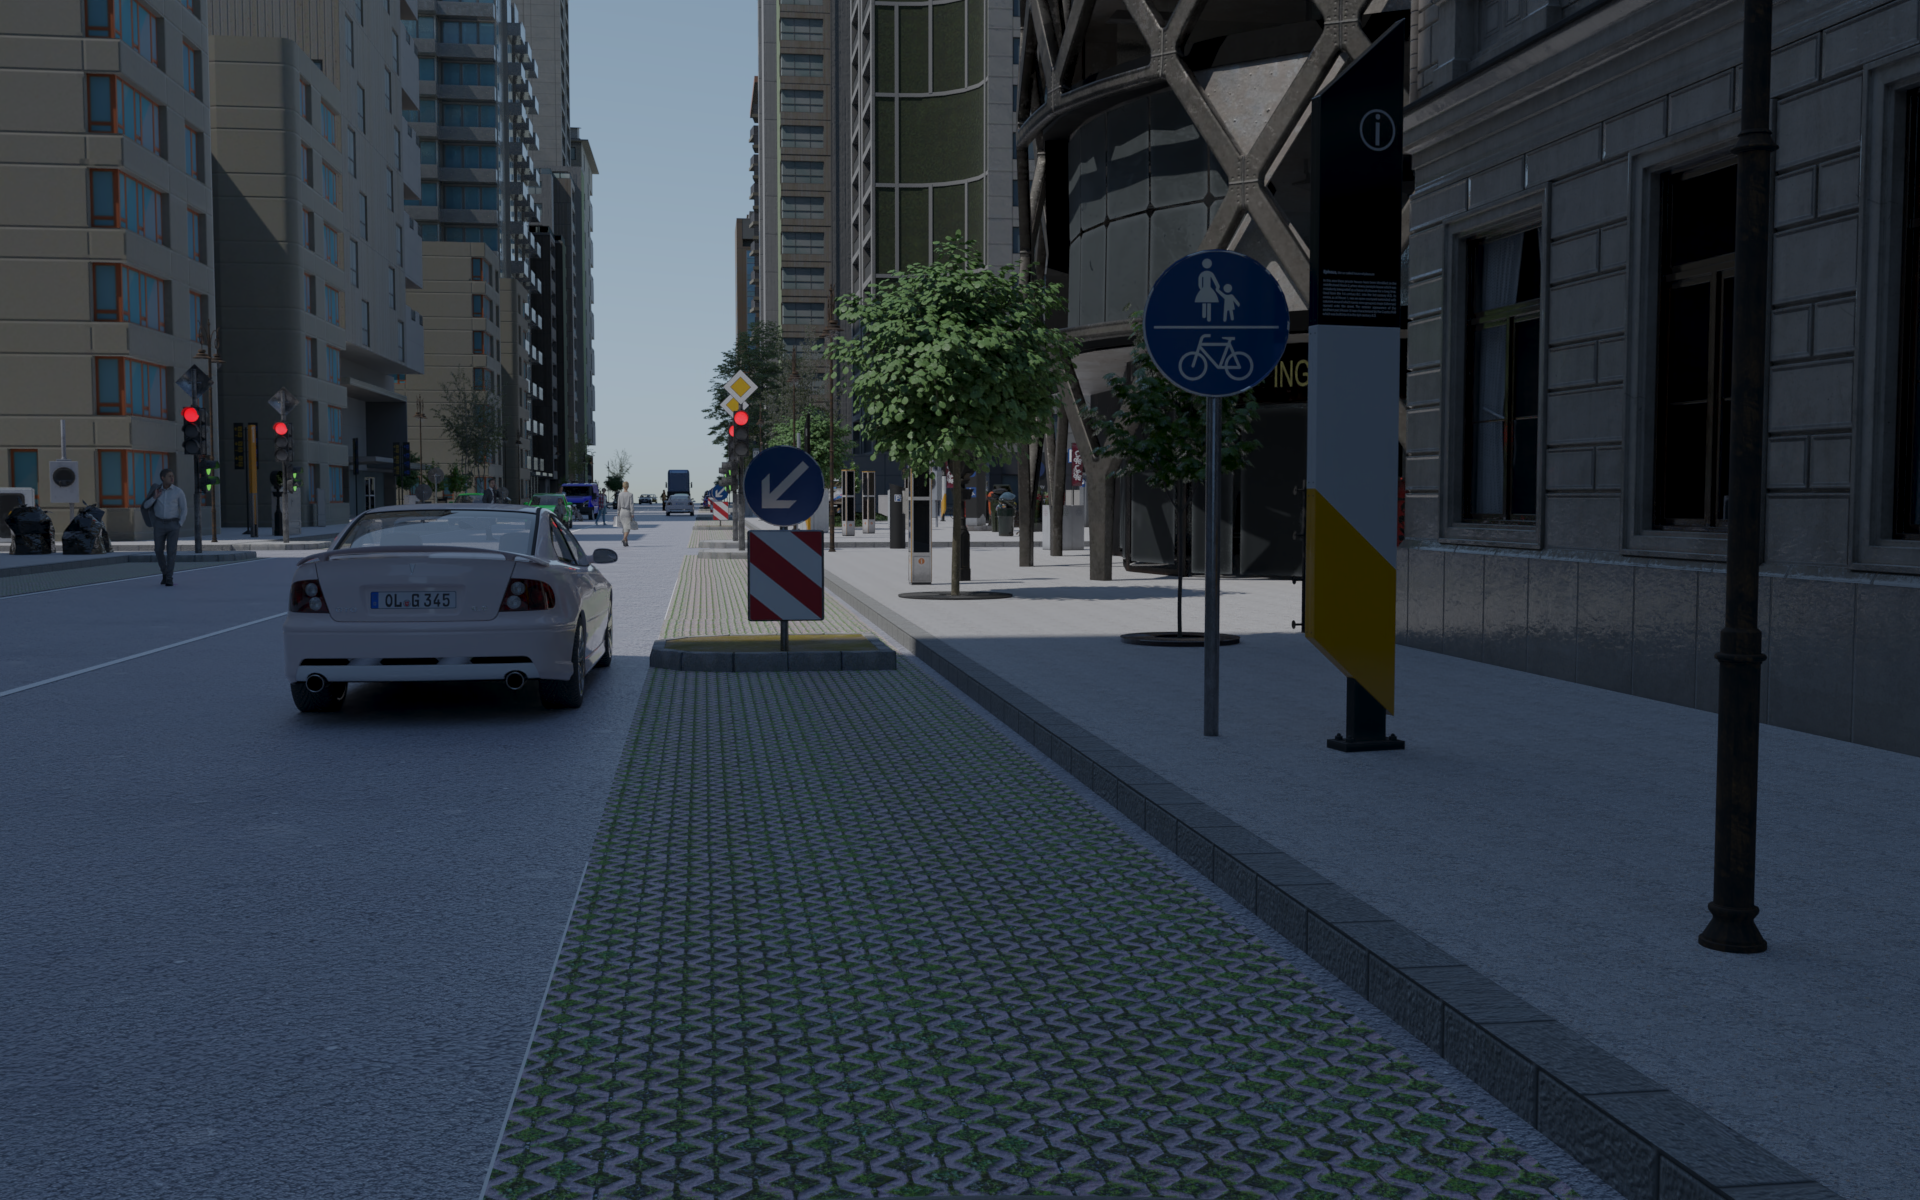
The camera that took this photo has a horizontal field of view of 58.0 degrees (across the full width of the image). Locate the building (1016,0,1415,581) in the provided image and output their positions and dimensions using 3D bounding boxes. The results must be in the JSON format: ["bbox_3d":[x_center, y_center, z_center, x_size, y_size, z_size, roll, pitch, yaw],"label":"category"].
[{"bbox_3d":[9.200,-9.958,30.258,16.820,18.784,16.811,-1,4,-8],"label":"building"}]

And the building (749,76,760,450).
[{"bbox_3d":[-10.787,-32.252,181.945,22.147,44.769,28.867,-1,4,-8],"label":"building"}]

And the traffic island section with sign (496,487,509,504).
[{"bbox_3d":[-25.021,-5.271,94.809,1.989,1.847,2.006,-1,4,-8],"label":"traffic island section with sign"}]

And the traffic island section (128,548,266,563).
[{"bbox_3d":[-16.543,-0.936,37.586,2.009,0.180,2.903,-1,4,-8],"label":"traffic island section"}]

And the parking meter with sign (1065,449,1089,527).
[{"bbox_3d":[5.012,-4.315,66.812,1.738,3.016,0.543,-2,4,-35],"label":"parking meter with sign"}]

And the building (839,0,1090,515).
[{"bbox_3d":[1.892,-41.064,109.645,20.563,71.187,20.611,-1,4,-8],"label":"building"}]

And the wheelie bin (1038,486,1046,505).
[{"bbox_3d":[2.950,-3.770,69.547,0.980,1.594,0.693,-2,4,-35],"label":"wheelie bin"}]

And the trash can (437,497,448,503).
[{"bbox_3d":[-29.220,-5.259,97.642,0.748,1.137,0.748,0,3,0],"label":"trash can"}]

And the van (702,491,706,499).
[{"bbox_3d":[-32.400,-13.280,224.133,2.013,2.044,4.112,-1,4,-8],"label":"van"}]

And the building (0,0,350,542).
[{"bbox_3d":[-38.167,-13.059,58.550,27.650,21.520,28.899,-1,4,-8],"label":"building"}]

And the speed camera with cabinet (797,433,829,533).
[{"bbox_3d":[-5.076,-3.826,56.895,0.660,3.252,2.038,2,4,27],"label":"speed camera with cabinet"}]

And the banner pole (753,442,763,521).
[{"bbox_3d":[-9.652,-5.689,83.029,0.401,3.779,0.863,3,4,37],"label":"banner pole"}]

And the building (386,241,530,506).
[{"bbox_3d":[-48.385,-17.524,131.561,27.650,21.520,28.899,-1,4,-8],"label":"building"}]

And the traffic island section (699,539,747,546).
[{"bbox_3d":[-6.095,-1.524,47.192,2.009,0.180,2.903,-1,4,-8],"label":"traffic island section"}]

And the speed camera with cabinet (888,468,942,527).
[{"bbox_3d":[-1.739,-4.416,66.545,2.038,3.252,0.660,1,4,20],"label":"speed camera with cabinet"}]

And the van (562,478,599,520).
[{"bbox_3d":[-21.387,-5.678,97.227,2.240,2.365,5.245,0,4,-7],"label":"van"}]

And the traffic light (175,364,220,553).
[{"bbox_3d":[-16.501,-2.969,37.457,0.839,4.253,0.868,-1,4,-8],"label":"traffic light"}]

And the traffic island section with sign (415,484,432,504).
[{"bbox_3d":[-21.054,-3.629,67.956,1.989,1.847,2.006,-1,4,-8],"label":"traffic island section with sign"}]

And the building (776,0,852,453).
[{"bbox_3d":[-6.930,-27.443,132.292,14.154,41.232,14.086,-1,4,-8],"label":"building"}]

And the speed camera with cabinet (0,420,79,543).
[{"bbox_3d":[-24.414,-3.143,45.723,2.038,3.252,0.660,-2,4,-25],"label":"speed camera with cabinet"}]

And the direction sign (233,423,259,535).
[{"bbox_3d":[-22.631,-3.852,54.975,0.876,3.537,0.379,1,4,14],"label":"direction sign"}]

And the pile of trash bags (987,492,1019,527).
[{"bbox_3d":[1.888,-3.480,66.648,1.912,1.369,3.447,2,4,23],"label":"pile of trash bags"}]

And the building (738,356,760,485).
[{"bbox_3d":[-15.225,-23.502,229.299,27.650,21.520,28.899,-1,4,-8],"label":"building"}]

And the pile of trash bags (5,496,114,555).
[{"bbox_3d":[-20.034,-1.681,37.230,3.447,1.369,1.912,0,4,-4],"label":"pile of trash bags"}]

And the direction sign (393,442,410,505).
[{"bbox_3d":[-24.378,-5.118,75.673,0.876,3.537,0.379,1,4,20],"label":"direction sign"}]

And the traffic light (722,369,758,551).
[{"bbox_3d":[-4.968,-3.074,39.173,0.839,4.253,0.868,-1,4,-8],"label":"traffic light"}]

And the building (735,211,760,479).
[{"bbox_3d":[-28.296,-38.116,273.304,14.600,45.320,14.200,-1,4,-8],"label":"building"}]

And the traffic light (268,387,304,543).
[{"bbox_3d":[-17.670,-3.452,45.357,0.839,4.253,0.868,-1,4,-8],"label":"traffic light"}]

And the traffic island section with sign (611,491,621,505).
[{"bbox_3d":[-44.263,-13.228,224.902,1.989,1.847,2.006,-1,4,-8],"label":"traffic island section with sign"}]

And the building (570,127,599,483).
[{"bbox_3d":[-67.213,-40.443,250.488,28.713,52.752,27.495,-1,4,-8],"label":"building"}]

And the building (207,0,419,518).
[{"bbox_3d":[-44.707,-30.820,93.153,28.713,52.752,27.495,-1,4,-8],"label":"building"}]

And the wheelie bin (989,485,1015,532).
[{"bbox_3d":[1.428,-3.079,58.252,0.980,1.594,0.693,2,4,32],"label":"wheelie bin"}]

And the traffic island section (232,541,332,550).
[{"bbox_3d":[-17.711,-1.419,45.485,2.009,0.180,2.903,-1,4,-8],"label":"traffic island section"}]

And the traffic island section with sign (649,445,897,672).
[{"bbox_3d":[-1.640,-0.378,14.805,1.989,1.847,2.006,-1,4,-8],"label":"traffic island section with sign"}]

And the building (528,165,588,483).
[{"bbox_3d":[-52.788,-32.154,209.305,14.154,41.232,14.086,-1,4,-8],"label":"building"}]

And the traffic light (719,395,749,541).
[{"bbox_3d":[-6.136,-3.557,47.072,0.839,4.253,0.868,-1,4,-8],"label":"traffic light"}]

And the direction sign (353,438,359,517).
[{"bbox_3d":[-24.384,-4.768,69.949,0.379,3.537,0.876,-2,4,-31],"label":"direction sign"}]

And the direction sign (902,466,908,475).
[{"bbox_3d":[-2.684,-5.699,85.183,0.379,3.537,0.876,1,4,21],"label":"direction sign"}]

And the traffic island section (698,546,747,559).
[{"bbox_3d":[-4.926,-1.040,39.293,2.009,0.180,2.903,-1,4,-8],"label":"traffic island section"}]

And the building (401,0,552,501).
[{"bbox_3d":[-51.049,-33.096,160.732,23.786,49.044,30.456,-1,4,-8],"label":"building"}]

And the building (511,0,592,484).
[{"bbox_3d":[-59.107,-48.159,225.656,20.563,71.187,20.611,-1,4,-8],"label":"building"}]

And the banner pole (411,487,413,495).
[{"bbox_3d":[-36.394,-7.613,114.493,0.863,3.779,0.401,1,4,23],"label":"banner pole"}]

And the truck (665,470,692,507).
[{"bbox_3d":[-29.968,-11.888,184.132,2.967,4.110,18.799,-1,4,-9],"label":"truck"}]

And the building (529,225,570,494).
[{"bbox_3d":[-49.402,-25.218,184.022,14.160,30.474,14.107,-1,4,-8],"label":"building"}]

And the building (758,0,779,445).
[{"bbox_3d":[-7.230,-37.374,153.058,21.231,58.520,28.212,-1,4,-8],"label":"building"}]
